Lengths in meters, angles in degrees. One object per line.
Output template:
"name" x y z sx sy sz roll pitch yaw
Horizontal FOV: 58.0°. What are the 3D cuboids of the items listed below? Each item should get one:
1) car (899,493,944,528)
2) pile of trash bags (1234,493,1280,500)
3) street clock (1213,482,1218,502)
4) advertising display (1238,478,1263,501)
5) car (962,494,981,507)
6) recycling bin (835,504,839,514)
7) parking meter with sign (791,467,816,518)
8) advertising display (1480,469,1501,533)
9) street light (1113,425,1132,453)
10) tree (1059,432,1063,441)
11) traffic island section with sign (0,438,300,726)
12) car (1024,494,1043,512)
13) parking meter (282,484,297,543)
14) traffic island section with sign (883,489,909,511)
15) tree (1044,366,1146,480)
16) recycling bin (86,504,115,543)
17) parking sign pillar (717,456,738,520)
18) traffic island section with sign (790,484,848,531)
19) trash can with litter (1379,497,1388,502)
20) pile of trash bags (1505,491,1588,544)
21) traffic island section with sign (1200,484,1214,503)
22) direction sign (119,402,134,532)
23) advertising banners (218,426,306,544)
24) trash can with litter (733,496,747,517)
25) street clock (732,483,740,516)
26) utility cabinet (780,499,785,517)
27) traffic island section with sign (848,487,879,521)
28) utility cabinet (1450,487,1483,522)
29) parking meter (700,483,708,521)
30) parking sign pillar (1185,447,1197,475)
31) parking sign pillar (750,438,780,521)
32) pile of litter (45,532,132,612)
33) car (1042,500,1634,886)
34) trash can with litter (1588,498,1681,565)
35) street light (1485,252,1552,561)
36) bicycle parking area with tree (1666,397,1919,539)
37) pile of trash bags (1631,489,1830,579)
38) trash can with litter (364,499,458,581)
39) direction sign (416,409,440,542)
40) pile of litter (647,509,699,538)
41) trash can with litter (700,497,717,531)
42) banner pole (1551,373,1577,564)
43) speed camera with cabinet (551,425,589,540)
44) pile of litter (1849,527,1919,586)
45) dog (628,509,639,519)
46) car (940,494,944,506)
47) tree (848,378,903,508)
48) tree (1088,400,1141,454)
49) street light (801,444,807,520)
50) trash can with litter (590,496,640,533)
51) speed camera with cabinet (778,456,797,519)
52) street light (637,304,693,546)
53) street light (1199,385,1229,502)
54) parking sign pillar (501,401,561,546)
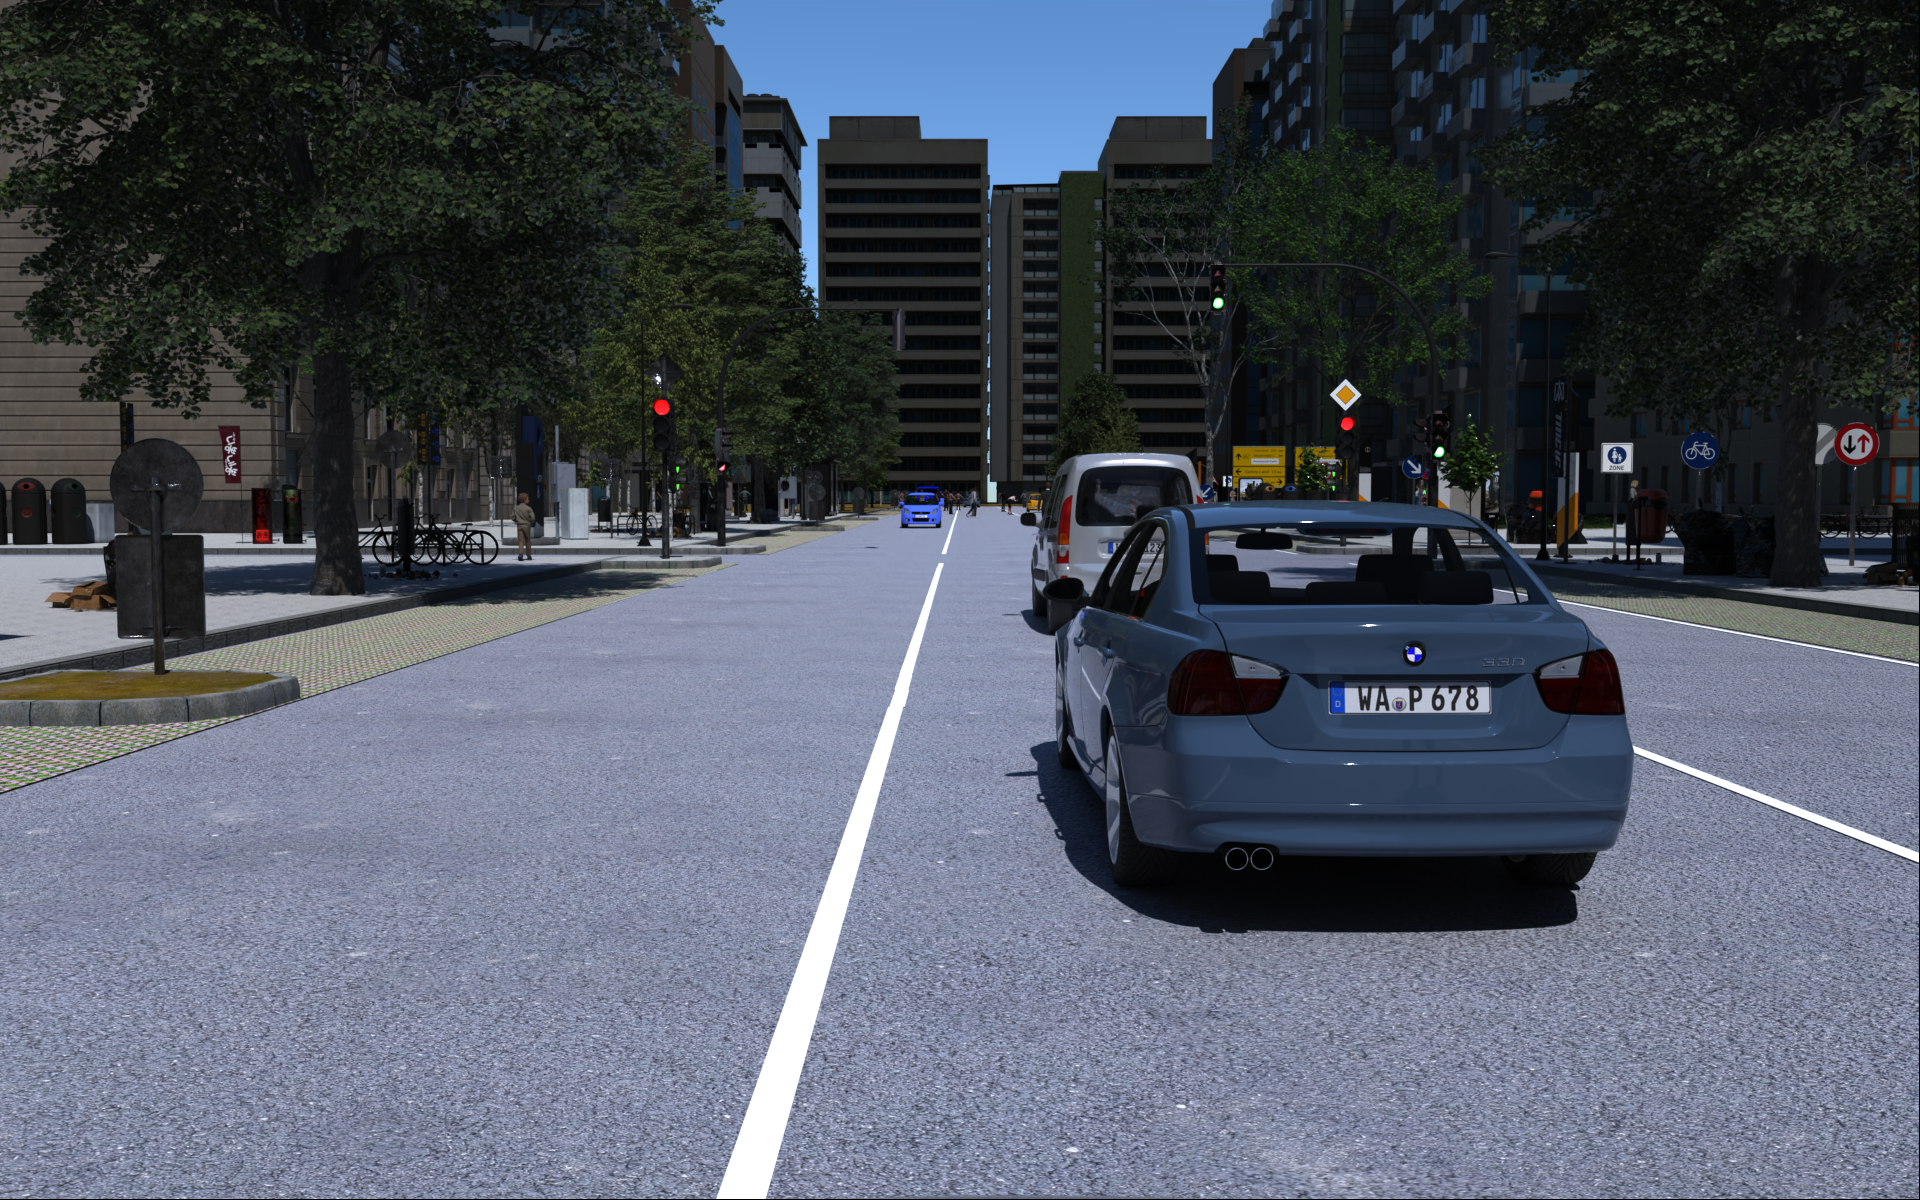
"car" -1.638 -3.941 74.020 1.945 1.707 3.694 0 4 0
"pile of trash bags" 14.353 -4.514 83.552 1.912 1.369 3.447 -1 4 -15
"street clock" 14.730 -5.882 100.747 0.471 2.002 0.358 0 4 5
"advertising display" 11.482 -3.869 68.479 0.974 1.923 0.123 -1 4 -9
"car" 1.254 -10.658 186.259 2.014 1.417 4.499 0 4 -1
"recycling bin" -8.190 -5.962 110.034 0.722 1.027 0.722 -2 4 -34
"parking meter with sign" -8.076 -5.874 92.304 1.738 3.016 0.543 1 4 13
"advertising display" 13.658 -2.409 44.608 0.123 1.923 0.974 3 5 39
"street light" 11.013 -8.839 117.062 1.470 5.913 1.316 0 3 0
"tree" 12.621 -14.672 190.253 4.737 8.622 4.395 0 3 0
"traffic island section with sign" -5.586 -0.179 11.550 1.989 1.847 2.006 0 3 0
"car" 6.037 -7.627 134.929 2.015 1.641 3.980 0 4 1
"parking meter" -17.647 -2.276 45.616 0.372 1.533 0.369 0 3 0
"traffic island section with sign" -5.377 -8.289 144.148 1.989 1.847 2.006 0 3 0
"tree" 12.217 -14.539 154.717 9.611 12.733 9.660 0 3 0
"recycling bin" -22.770 -2.018 45.546 0.722 1.027 0.722 1 4 9
"parking sign pillar" -11.941 -6.067 87.672 1.447 3.967 1.447 -1 4 -22
"traffic island section with sign" -5.486 -3.570 66.993 1.989 1.847 2.006 0 3 0
"trash can with litter" 15.703 -3.312 65.535 1.055 1.170 0.624 1 4 20
"pile of trash bags" 15.406 -2.206 45.821 1.912 1.369 3.447 1 4 11
"traffic island section with sign" 9.428 -3.633 68.030 1.989 1.847 2.006 0 3 0
"direction sign" -20.638 -3.119 42.987 0.379 3.537 0.876 0 4 -7
"advertising banners" -17.897 -2.951 44.434 2.074 3.025 0.090 -1 4 -9
"trash can with litter" -12.115 -5.121 95.113 0.624 1.170 1.055 1 4 17
"street clock" -11.556 -5.181 89.277 0.471 2.002 0.358 -1 4 -13
"utility cabinet" -10.282 -5.216 96.442 1.020 1.237 0.306 0 4 1
"traffic island section with sign" -5.448 -5.230 94.133 1.989 1.847 2.006 0 3 0
"utility cabinet" 14.030 -2.430 48.404 1.173 1.500 0.318 -1 4 -13
"parking meter" -12.112 -4.656 81.835 0.399 1.863 0.255 -2 4 -32
"parking sign pillar" 12.989 -6.800 99.657 1.447 3.967 1.447 1 4 13
"parking sign pillar" -9.340 -5.770 82.813 1.447 3.967 1.447 0 4 -4
"pile of litter" -9.729 -0.345 19.601 1.176 0.858 1.719 -1 4 -10
"car" 1.400 0.268 7.627 2.014 1.417 4.499 0 4 -1
"trash can with litter" 12.482 -1.291 32.166 1.678 1.210 2.233 0 4 2
"street light" 10.771 -3.724 33.422 1.470 5.913 1.316 0 3 0
"bicycle parking area with tree" 25.831 -4.056 53.319 9.016 4.147 8.231 2 4 31
"pile of trash bags" 12.265 -1.117 28.011 1.912 1.369 3.447 -2 4 -26
"trash can with litter" -8.524 -0.941 26.439 1.678 1.210 2.233 -2 4 -23
"direction sign" -14.272 -3.336 46.544 0.379 3.537 0.876 1 4 22
"pile of litter" -8.519 -2.269 51.058 1.719 0.858 1.176 3 5 41
"trash can with litter" -8.708 -2.936 59.392 1.055 1.170 0.624 2 4 26
"banner pole" 11.150 -2.573 32.083 0.401 3.779 0.863 0 4 -8
"speed camera with cabinet" -11.142 -3.372 49.471 0.660 3.252 2.038 -2 4 -26
"pile of litter" 13.479 -0.656 24.697 1.719 0.858 1.176 0 4 -5
"dog" -16.970 -4.478 90.039 0.540 0.507 0.406 -1 4 -19
"car" -2.391 -11.059 190.411 1.945 1.707 3.694 0 4 1
"tree" -8.703 -14.643 157.543 7.486 12.596 7.792 0 3 0
"tree" 12.293 -11.304 135.188 4.737 8.622 4.395 0 3 0
"street light" -7.156 -6.893 85.236 1.470 5.913 1.316 0 3 0
"trash can with litter" -11.684 -2.925 58.878 1.678 1.210 2.233 3 5 44
"speed camera with cabinet" -9.392 -5.803 89.211 2.038 3.252 0.660 2 4 32
"street light" -7.236 -4.279 42.497 1.470 5.913 1.316 0 3 0
"street light" 10.826 -6.185 73.671 1.470 5.913 1.316 0 3 0
"parking sign pillar" -10.822 -3.370 43.579 1.447 3.967 1.447 0 4 -2
